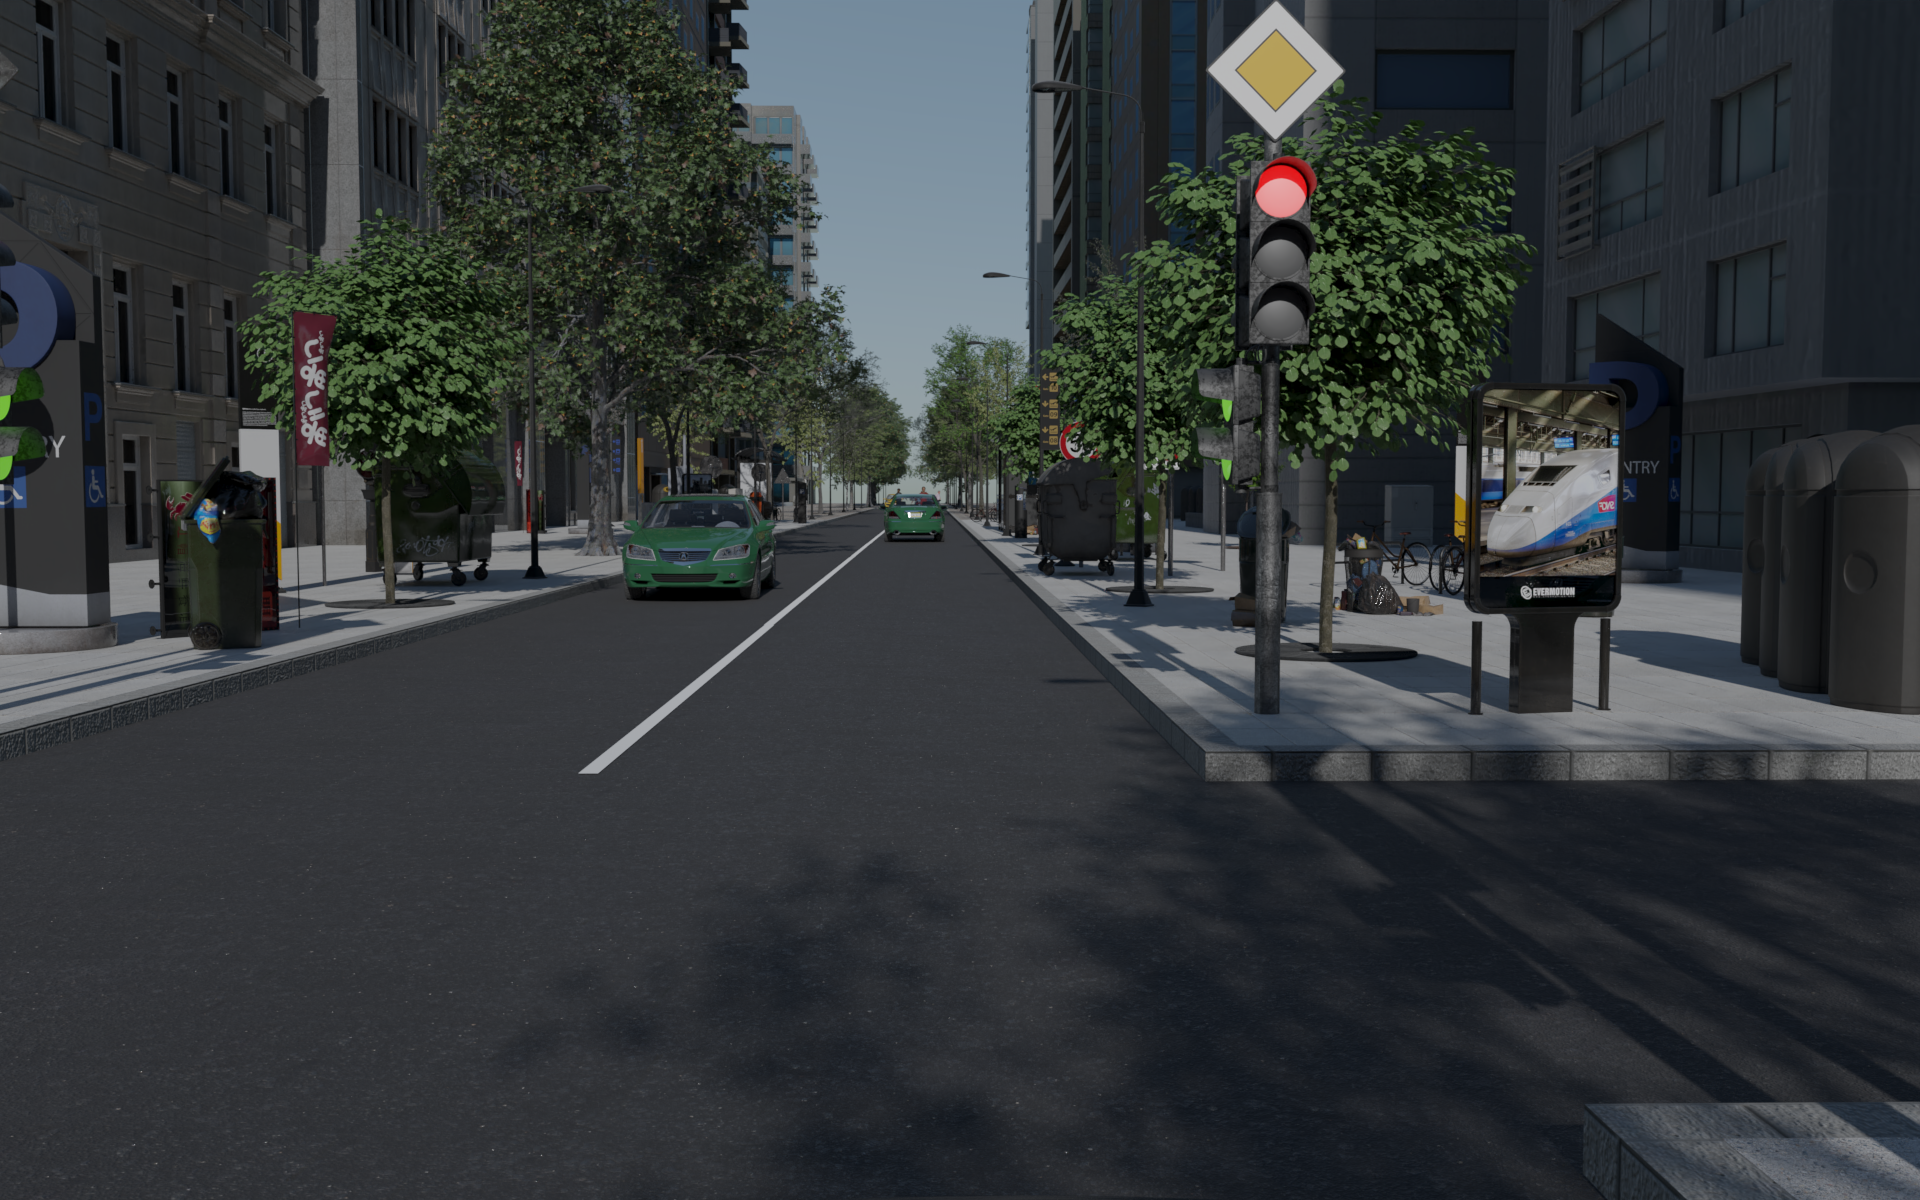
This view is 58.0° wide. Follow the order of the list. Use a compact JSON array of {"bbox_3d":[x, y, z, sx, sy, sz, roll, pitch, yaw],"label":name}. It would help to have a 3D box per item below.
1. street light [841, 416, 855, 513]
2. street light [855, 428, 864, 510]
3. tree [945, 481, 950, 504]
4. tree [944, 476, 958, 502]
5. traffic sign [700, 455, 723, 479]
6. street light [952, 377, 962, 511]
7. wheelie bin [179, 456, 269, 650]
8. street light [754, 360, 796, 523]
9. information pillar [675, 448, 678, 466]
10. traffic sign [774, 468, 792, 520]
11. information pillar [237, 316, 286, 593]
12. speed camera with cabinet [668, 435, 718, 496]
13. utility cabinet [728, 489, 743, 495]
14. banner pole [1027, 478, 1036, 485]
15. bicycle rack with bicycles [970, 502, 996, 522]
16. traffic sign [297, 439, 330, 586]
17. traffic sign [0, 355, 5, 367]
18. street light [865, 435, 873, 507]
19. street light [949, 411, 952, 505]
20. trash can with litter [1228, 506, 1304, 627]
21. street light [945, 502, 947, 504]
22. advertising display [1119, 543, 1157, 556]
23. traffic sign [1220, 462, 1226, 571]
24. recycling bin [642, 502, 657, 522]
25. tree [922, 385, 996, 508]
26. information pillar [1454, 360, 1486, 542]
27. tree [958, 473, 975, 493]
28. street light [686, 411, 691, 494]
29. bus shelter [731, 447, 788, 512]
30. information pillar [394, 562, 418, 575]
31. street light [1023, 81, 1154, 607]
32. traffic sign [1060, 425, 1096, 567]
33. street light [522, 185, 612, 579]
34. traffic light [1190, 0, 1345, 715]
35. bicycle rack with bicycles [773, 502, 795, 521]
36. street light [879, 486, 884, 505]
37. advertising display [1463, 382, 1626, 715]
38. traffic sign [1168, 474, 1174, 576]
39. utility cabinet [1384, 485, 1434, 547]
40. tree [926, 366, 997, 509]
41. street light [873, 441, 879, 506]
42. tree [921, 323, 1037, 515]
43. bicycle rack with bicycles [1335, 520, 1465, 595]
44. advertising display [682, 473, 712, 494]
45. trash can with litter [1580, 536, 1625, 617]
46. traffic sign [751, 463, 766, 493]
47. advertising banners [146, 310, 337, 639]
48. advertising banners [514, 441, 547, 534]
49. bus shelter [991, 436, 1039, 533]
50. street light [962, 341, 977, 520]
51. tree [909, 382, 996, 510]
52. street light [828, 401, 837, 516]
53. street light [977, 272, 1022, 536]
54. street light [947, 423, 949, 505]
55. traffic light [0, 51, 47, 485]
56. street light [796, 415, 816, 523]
[{"bbox_3d":[-7.214,-8.012,103.542,1.470,5.913,1.316,0,4,-1],"label":"street light"},{"bbox_3d":[-7.537,-9.031,120.192,1.470,5.913,1.316,0,4,-1],"label":"street light"},{"bbox_3d":[-1.643,-19.003,221.074,12.009,13.543,11.850,0,3,0],"label":"tree"},{"bbox_3d":[-1.338,-17.396,234.781,4.360,8.622,3.978,0,3,0],"label":"tree"},{"bbox_3d":[-8.206,-3.485,57.082,0.768,2.556,0.104,0,4,4],"label":"traffic sign"},{"bbox_3d":[0.542,-5.892,68.879,1.470,5.913,1.316,0,4,-1],"label":"street light"},{"bbox_3d":[-6.168,-0.406,14.549,0.693,1.594,0.980,-2,4,-26],"label":"wheelie bin"},{"bbox_3d":[-6.541,-5.339,59.838,1.470,5.913,1.316,0,4,-1],"label":"street light"},{"bbox_3d":[-13.890,-5.715,84.802,0.183,3.616,0.504,-1,4,-17],"label":"information pillar"},{"bbox_3d":[-8.737,-5.226,85.443,0.884,2.594,0.081,0,4,6],"label":"traffic sign"},{"bbox_3d":[-8.974,-1.888,22.219,0.504,3.616,0.183,-3,4,-39],"label":"information pillar"},{"bbox_3d":[-9.036,-3.936,58.681,0.660,3.252,2.038,2,4,29],"label":"speed camera with cabinet"},{"bbox_3d":[-9.024,-3.729,69.643,0.318,1.500,1.173,0,4,7],"label":"utility cabinet"},{"bbox_3d":[2.602,-4.038,56.033,0.863,3.779,0.401,-1,4,-13],"label":"banner pole"},{"bbox_3d":[2.166,-4.047,79.558,2.925,0.926,2.852,1,4,17],"label":"bicycle rack with bicycles"},{"bbox_3d":[-8.854,-1.400,24.068,0.795,2.450,0.064,0,4,7],"label":"traffic sign"},{"bbox_3d":[-7.764,-0.816,13.444,0.768,2.556,0.104,0,4,3],"label":"traffic sign"},{"bbox_3d":[-7.790,-10.024,136.434,1.470,5.913,1.316,0,4,-1],"label":"street light"},{"bbox_3d":[0.305,-6.886,85.121,1.470,5.913,1.316,0,4,-1],"label":"street light"},{"bbox_3d":[3.004,-0.347,17.062,0.624,1.170,1.055,1,4,19],"label":"trash can with litter"},{"bbox_3d":[-0.120,-8.547,112.276,1.470,5.913,1.316,0,4,-1],"label":"street light"},{"bbox_3d":[3.741,-1.893,36.161,0.974,1.923,0.123,-2,4,-25],"label":"advertising display"},{"bbox_3d":[4.377,-1.753,28.760,0.768,2.556,0.104,0,4,3],"label":"traffic sign"},{"bbox_3d":[-9.101,-2.424,52.192,0.722,1.027,0.722,-3,5,-42],"label":"recycling bin"},{"bbox_3d":[0.120,-15.373,168.354,9.611,12.733,9.660,0,3,0],"label":"tree"},{"bbox_3d":[8.816,-2.357,29.891,0.504,3.616,0.183,1,4,11],"label":"information pillar"},{"bbox_3d":[0.767,-10.024,158.492,1.663,3.219,1.824,0,3,0],"label":"tree"},{"bbox_3d":[-6.306,-4.346,43.596,1.470,5.913,1.316,0,4,-1],"label":"street light"},{"bbox_3d":[-8.897,-5.095,77.230,2.014,3.302,5.546,0,4,-1],"label":"bus shelter"},{"bbox_3d":[-8.791,-1.404,27.451,0.304,2.012,0.304,0,4,0],"label":"information pillar"},{"bbox_3d":[1.507,-2.881,19.646,1.470,5.913,1.316,0,4,-1],"label":"street light"},{"bbox_3d":[2.119,-1.842,30.224,0.768,2.556,0.104,0,4,5],"label":"traffic sign"},{"bbox_3d":[-5.918,-3.279,26.145,1.470,5.913,1.316,0,4,-1],"label":"street light"},{"bbox_3d":[1.779,-1.291,10.028,0.839,4.253,0.868,0,4,-1],"label":"traffic light"},{"bbox_3d":[-8.520,-4.254,82.928,2.852,0.926,2.925,0,4,-6],"label":"bicycle rack with bicycles"},{"bbox_3d":[-8.369,-12.072,169.914,1.470,5.913,1.316,0,4,-1],"label":"street light"},{"bbox_3d":[3.417,-0.301,10.135,0.974,1.923,0.123,-1,4,-14],"label":"advertising display"},{"bbox_3d":[3.298,-1.650,27.083,0.768,2.556,0.104,0,4,7],"label":"traffic sign"},{"bbox_3d":[10.791,-2.014,41.608,1.173,1.500,0.318,-1,4,-20],"label":"utility cabinet"},{"bbox_3d":[0.443,-14.283,151.658,7.486,12.596,7.792,0,3,0],"label":"tree"},{"bbox_3d":[-8.152,-11.026,152.809,1.470,5.913,1.316,0,4,-1],"label":"street light"},{"bbox_3d":[1.189,-11.043,106.314,9.928,11.665,9.643,0,3,0],"label":"tree"},{"bbox_3d":[6.449,-0.616,23.452,2.925,0.926,2.852,-3,5,-40],"label":"bicycle rack with bicycles"},{"bbox_3d":[-8.220,-2.996,54.206,0.974,1.923,0.123,-2,4,-31],"label":"advertising display"},{"bbox_3d":[6.454,-0.422,18.293,0.624,1.170,1.055,-2,4,-32],"label":"trash can with litter"},{"bbox_3d":[-8.304,-4.389,71.860,0.768,2.556,0.104,1,4,9],"label":"traffic sign"},{"bbox_3d":[-6.583,-1.215,16.051,0.090,3.025,2.074,2,4,30],"label":"advertising banners"},{"bbox_3d":[-13.959,-3.673,56.239,0.090,3.025,2.074,-3,5,-41],"label":"advertising banners"},{"bbox_3d":[2.208,-5.091,60.876,2.179,5.291,8.768,0,4,-1],"label":"bus shelter"},{"bbox_3d":[0.895,-4.899,52.639,1.470,5.913,1.316,0,4,-1],"label":"street light"},{"bbox_3d":[0.479,-12.416,137.410,8.767,10.594,7.601,-1,4,-19],"label":"tree"},{"bbox_3d":[-6.883,-6.982,86.693,1.470,5.913,1.316,0,4,-1],"label":"street light"},{"bbox_3d":[1.174,-3.906,36.397,1.470,5.913,1.316,0,4,-1],"label":"street light"},{"bbox_3d":[0.146,-7.553,96.035,1.470,5.913,1.316,0,4,-1],"label":"street light"},{"bbox_3d":[-5.731,-1.282,9.880,0.839,4.253,0.868,0,4,-1],"label":"traffic light"},{"bbox_3d":[-6.788,-6.416,77.448,1.470,5.913,1.316,0,4,-1],"label":"street light"}]
